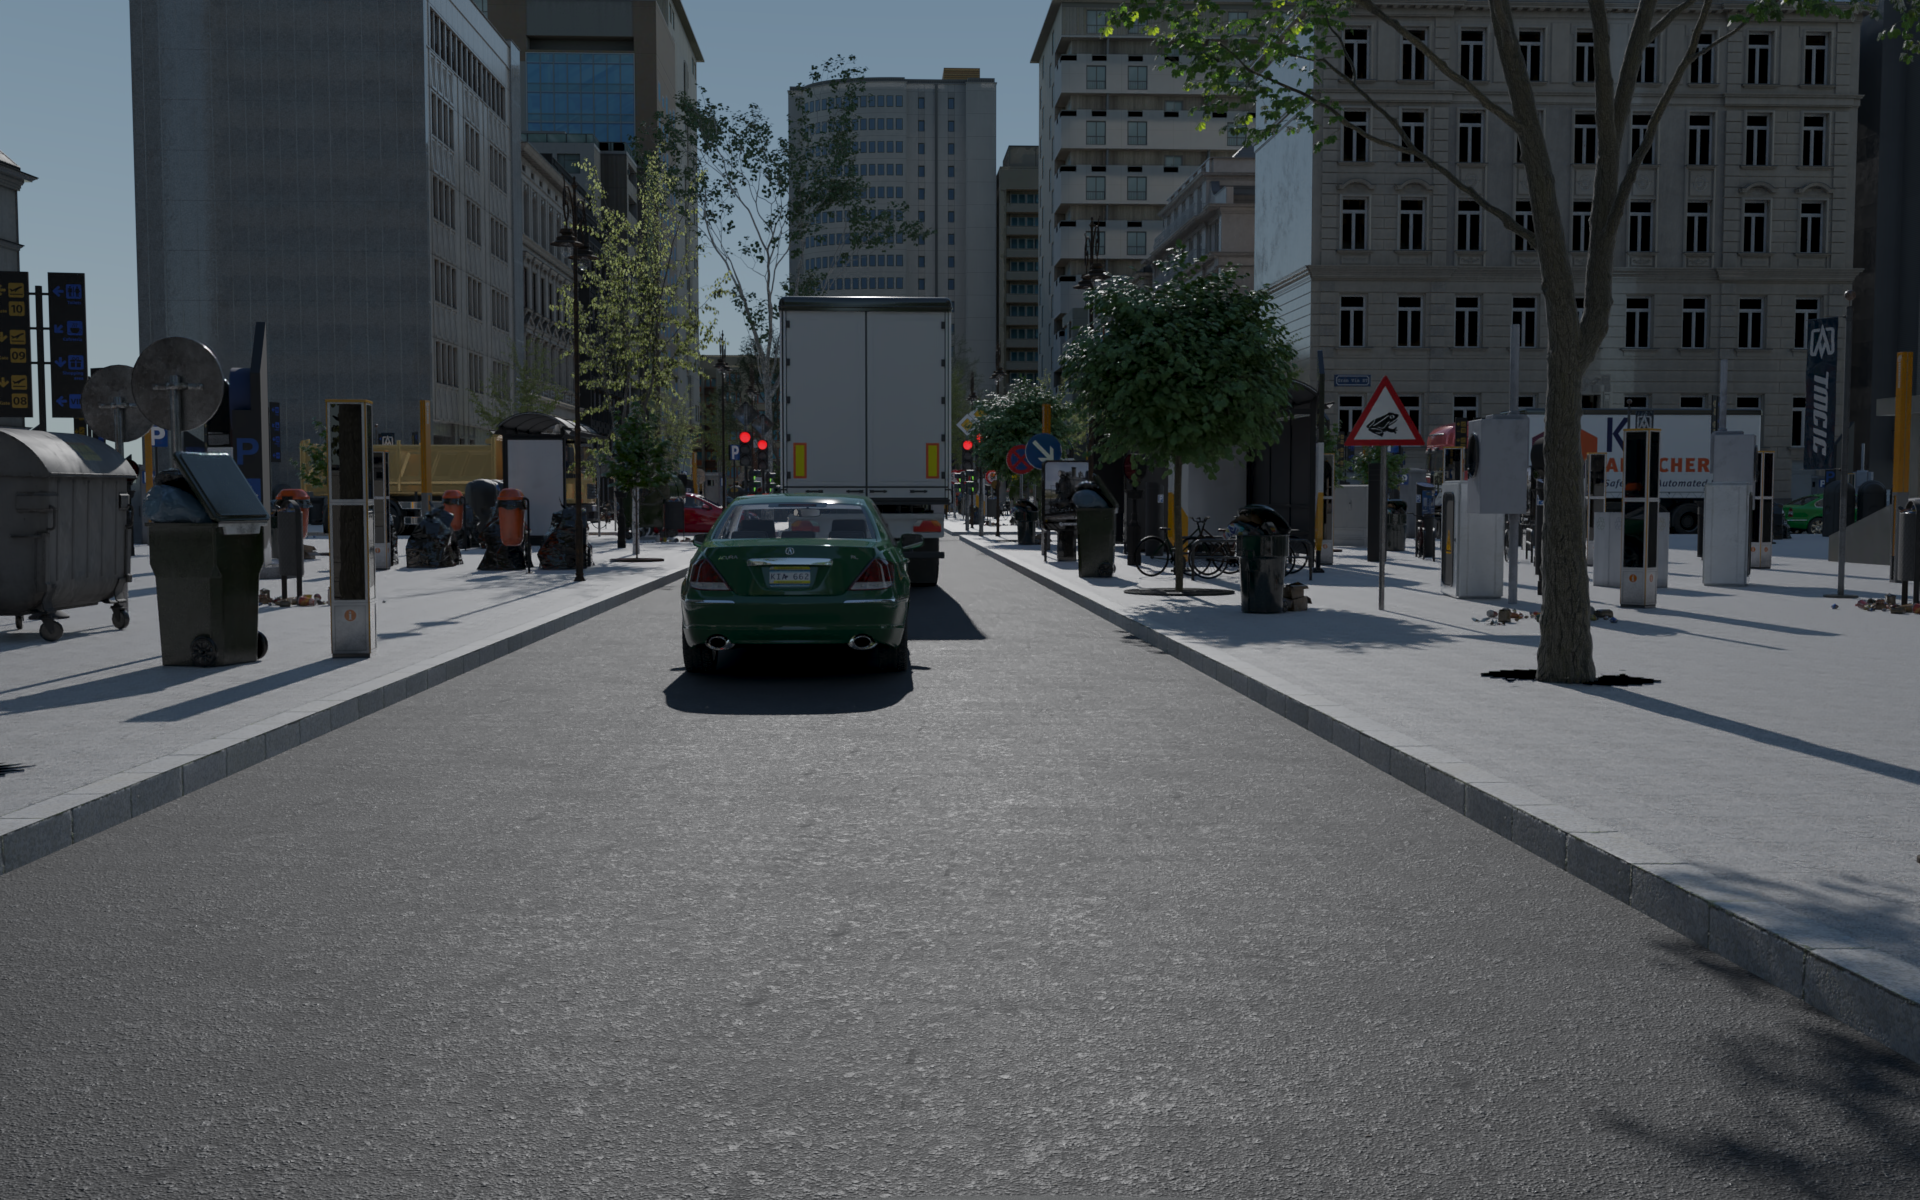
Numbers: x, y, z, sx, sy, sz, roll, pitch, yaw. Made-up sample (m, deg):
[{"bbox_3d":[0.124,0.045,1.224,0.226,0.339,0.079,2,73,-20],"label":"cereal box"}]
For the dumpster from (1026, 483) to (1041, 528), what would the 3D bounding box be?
[{"bbox_3d":[3.418,-3.839,65.258,1.502,2.255,1.985,0,4,-3],"label":"dumpster"}]

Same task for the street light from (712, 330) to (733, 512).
[{"bbox_3d":[-6.690,-4.660,48.978,0.468,5.910,1.993,0,4,-3],"label":"street light"}]

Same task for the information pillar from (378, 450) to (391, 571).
[{"bbox_3d":[-9.771,-1.506,29.116,0.304,2.012,0.304,0,4,-6],"label":"information pillar"}]

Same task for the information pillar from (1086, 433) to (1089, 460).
[{"bbox_3d":[4.918,-4.604,66.626,0.183,3.616,0.504,0,4,-2],"label":"information pillar"}]

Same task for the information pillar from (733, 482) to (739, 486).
[{"bbox_3d":[-13.127,-5.938,101.582,0.304,2.012,0.304,-1,4,-21],"label":"information pillar"}]

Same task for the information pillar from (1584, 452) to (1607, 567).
[{"bbox_3d":[11.263,-1.602,30.689,0.304,2.012,0.304,1,4,13],"label":"information pillar"}]

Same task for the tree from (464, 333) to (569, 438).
[{"bbox_3d":[-19.944,-7.854,78.768,4.737,8.622,4.395,0,3,0],"label":"tree"}]

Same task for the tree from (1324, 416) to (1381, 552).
[{"bbox_3d":[8.128,-2.692,38.613,1.663,3.219,1.824,0,3,0],"label":"tree"}]

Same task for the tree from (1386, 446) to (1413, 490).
[{"bbox_3d":[10.794,-3.060,44.631,1.663,3.219,1.824,0,3,0],"label":"tree"}]

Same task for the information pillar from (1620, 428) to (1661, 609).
[{"bbox_3d":[7.665,-0.919,19.517,0.304,2.012,0.304,-3,5,-44],"label":"information pillar"}]

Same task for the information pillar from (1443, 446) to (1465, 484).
[{"bbox_3d":[7.663,-1.372,26.925,0.304,2.012,0.304,1,4,21],"label":"information pillar"}]

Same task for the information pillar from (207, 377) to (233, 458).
[{"bbox_3d":[-13.145,-2.411,30.771,0.504,3.616,0.183,1,4,13],"label":"information pillar"}]

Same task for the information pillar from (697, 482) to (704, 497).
[{"bbox_3d":[-13.413,-5.209,89.660,0.304,2.012,0.304,0,3,0],"label":"information pillar"}]

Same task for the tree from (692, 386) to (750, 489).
[{"bbox_3d":[-16.176,-10.298,118.737,4.737,8.622,4.395,0,3,0],"label":"tree"}]

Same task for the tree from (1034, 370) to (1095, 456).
[{"bbox_3d":[5.535,-9.316,102.685,4.360,8.622,3.978,0,3,0],"label":"tree"}]

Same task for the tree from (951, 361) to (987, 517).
[{"bbox_3d":[-0.150,-8.842,94.929,4.737,8.622,4.395,0,3,0],"label":"tree"}]

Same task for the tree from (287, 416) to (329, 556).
[{"bbox_3d":[-12.973,-2.559,36.442,1.663,3.219,1.824,0,3,0],"label":"tree"}]

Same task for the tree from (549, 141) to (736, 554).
[{"bbox_3d":[-6.903,-5.297,36.965,4.360,8.622,3.978,0,3,0],"label":"tree"}]

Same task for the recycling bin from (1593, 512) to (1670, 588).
[{"bbox_3d":[9.270,-0.696,23.932,0.722,1.027,0.722,-1,4,-19],"label":"recycling bin"}]

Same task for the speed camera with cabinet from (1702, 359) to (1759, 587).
[{"bbox_3d":[11.079,-1.866,24.846,0.660,3.252,2.038,2,4,27],"label":"speed camera with cabinet"}]

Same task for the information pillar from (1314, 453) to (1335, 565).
[{"bbox_3d":[6.588,-1.641,31.315,0.304,2.012,0.304,0,4,3],"label":"information pillar"}]

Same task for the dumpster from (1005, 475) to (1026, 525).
[{"bbox_3d":[2.746,-4.336,73.379,1.502,2.255,1.985,0,4,-3],"label":"dumpster"}]

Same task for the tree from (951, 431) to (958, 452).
[{"bbox_3d":[-2.265,-11.088,131.658,4.360,8.622,3.978,0,3,0],"label":"tree"}]

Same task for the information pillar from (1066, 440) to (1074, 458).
[{"bbox_3d":[4.603,-4.976,72.704,0.183,3.616,0.504,-2,4,-27],"label":"information pillar"}]

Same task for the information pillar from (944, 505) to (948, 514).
[{"bbox_3d":[-0.977,-7.224,109.463,0.504,3.616,0.183,-2,4,-32],"label":"information pillar"}]

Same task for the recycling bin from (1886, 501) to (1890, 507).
[{"bbox_3d":[34.175,-3.125,63.645,0.722,1.027,0.722,-1,4,-15],"label":"recycling bin"}]

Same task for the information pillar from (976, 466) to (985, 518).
[{"bbox_3d":[1.090,-6.119,91.408,0.504,3.616,0.183,1,4,12],"label":"information pillar"}]

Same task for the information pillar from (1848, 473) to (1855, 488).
[{"bbox_3d":[31.498,-3.483,61.444,0.304,2.012,0.304,-1,4,-17],"label":"information pillar"}]

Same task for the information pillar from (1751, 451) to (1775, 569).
[{"bbox_3d":[13.690,-1.539,29.651,0.304,2.012,0.304,-2,4,-29],"label":"information pillar"}]

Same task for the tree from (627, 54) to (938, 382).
[{"bbox_3d":[-6.742,-13.306,73.449,12.611,20.169,13.585,0,3,0],"label":"tree"}]

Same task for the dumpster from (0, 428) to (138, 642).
[{"bbox_3d":[-8.433,-0.605,15.652,1.264,1.857,1.865,0,4,-3],"label":"dumpster"}]

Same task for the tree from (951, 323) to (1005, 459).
[{"bbox_3d":[-1.763,-12.851,120.485,12.009,13.543,11.850,0,3,0],"label":"tree"}]

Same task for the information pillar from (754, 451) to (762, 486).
[{"bbox_3d":[-9.919,-5.733,85.082,0.504,3.616,0.183,0,4,-8],"label":"information pillar"}]

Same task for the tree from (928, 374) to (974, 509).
[{"bbox_3d":[-2.150,-13.636,141.070,7.486,12.596,7.792,0,3,0],"label":"tree"}]

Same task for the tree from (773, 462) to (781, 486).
[{"bbox_3d":[-8.963,-5.712,87.996,1.663,3.219,1.824,0,3,0],"label":"tree"}]

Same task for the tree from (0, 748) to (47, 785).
[{"bbox_3d":[-4.974,-5.002,7.536,9.928,11.665,9.643,0,3,0],"label":"tree"}]

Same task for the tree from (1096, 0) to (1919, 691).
[{"bbox_3d":[4.223,-5.257,11.709,9.928,11.665,9.643,0,3,0],"label":"tree"}]

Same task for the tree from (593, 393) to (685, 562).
[{"bbox_3d":[-6.241,-2.337,32.807,1.663,3.219,1.824,0,3,0],"label":"tree"}]

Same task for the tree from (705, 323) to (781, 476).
[{"bbox_3d":[-9.642,-9.755,93.905,8.767,10.594,7.601,0,4,-4],"label":"tree"}]

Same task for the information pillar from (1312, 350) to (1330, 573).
[{"bbox_3d":[5.837,-2.248,28.102,0.183,3.616,0.504,0,4,7],"label":"information pillar"}]

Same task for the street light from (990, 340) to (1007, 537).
[{"bbox_3d":[1.147,-4.857,52.196,0.468,5.910,1.993,0,4,-3],"label":"street light"}]

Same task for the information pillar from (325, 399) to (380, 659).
[{"bbox_3d":[-4.775,-0.557,13.600,0.304,2.012,0.304,-1,4,-9],"label":"information pillar"}]

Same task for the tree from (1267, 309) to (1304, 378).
[{"bbox_3d":[11.469,-7.213,68.289,4.737,8.622,4.395,0,3,0],"label":"tree"}]

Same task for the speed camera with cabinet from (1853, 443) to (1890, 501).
[{"bbox_3d":[35.950,-4.475,67.503,2.038,3.252,0.660,2,4,35],"label":"speed camera with cabinet"}]

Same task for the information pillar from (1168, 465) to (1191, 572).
[{"bbox_3d":[3.587,-2.263,28.358,0.183,3.616,0.504,3,5,41],"label":"information pillar"}]

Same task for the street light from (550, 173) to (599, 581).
[{"bbox_3d":[-5.607,-3.215,25.353,0.468,5.910,1.993,0,4,-3],"label":"street light"}]

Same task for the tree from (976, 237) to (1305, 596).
[{"bbox_3d":[2.849,-2.366,22.398,4.285,4.588,4.351,0,3,0],"label":"tree"}]

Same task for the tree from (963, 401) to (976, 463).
[{"bbox_3d":[1.756,-3.864,46.892,4.285,4.588,4.351,0,3,0],"label":"tree"}]

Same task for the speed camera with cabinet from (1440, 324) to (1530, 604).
[{"bbox_3d":[6.334,-1.630,20.983,0.660,3.252,2.038,0,4,4],"label":"speed camera with cabinet"}]
